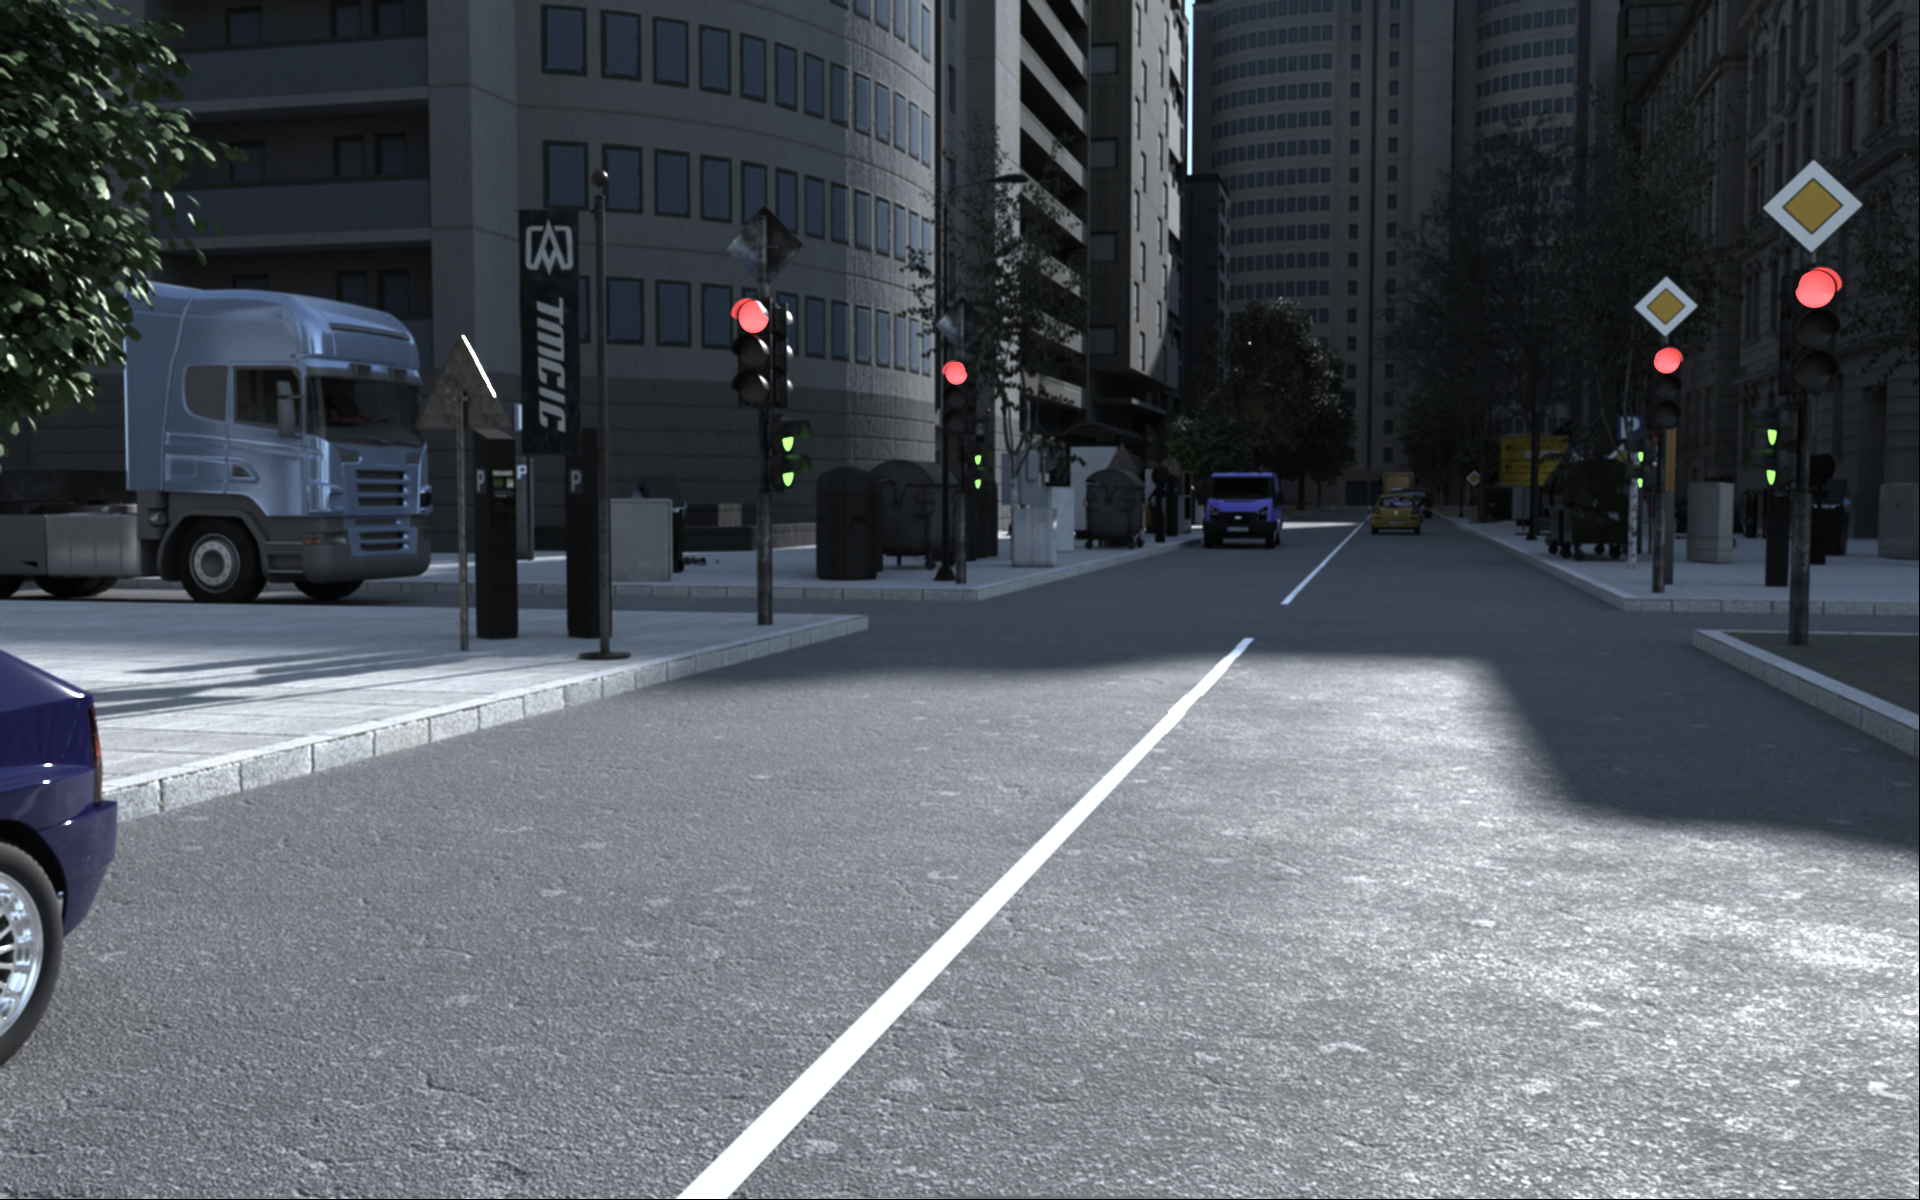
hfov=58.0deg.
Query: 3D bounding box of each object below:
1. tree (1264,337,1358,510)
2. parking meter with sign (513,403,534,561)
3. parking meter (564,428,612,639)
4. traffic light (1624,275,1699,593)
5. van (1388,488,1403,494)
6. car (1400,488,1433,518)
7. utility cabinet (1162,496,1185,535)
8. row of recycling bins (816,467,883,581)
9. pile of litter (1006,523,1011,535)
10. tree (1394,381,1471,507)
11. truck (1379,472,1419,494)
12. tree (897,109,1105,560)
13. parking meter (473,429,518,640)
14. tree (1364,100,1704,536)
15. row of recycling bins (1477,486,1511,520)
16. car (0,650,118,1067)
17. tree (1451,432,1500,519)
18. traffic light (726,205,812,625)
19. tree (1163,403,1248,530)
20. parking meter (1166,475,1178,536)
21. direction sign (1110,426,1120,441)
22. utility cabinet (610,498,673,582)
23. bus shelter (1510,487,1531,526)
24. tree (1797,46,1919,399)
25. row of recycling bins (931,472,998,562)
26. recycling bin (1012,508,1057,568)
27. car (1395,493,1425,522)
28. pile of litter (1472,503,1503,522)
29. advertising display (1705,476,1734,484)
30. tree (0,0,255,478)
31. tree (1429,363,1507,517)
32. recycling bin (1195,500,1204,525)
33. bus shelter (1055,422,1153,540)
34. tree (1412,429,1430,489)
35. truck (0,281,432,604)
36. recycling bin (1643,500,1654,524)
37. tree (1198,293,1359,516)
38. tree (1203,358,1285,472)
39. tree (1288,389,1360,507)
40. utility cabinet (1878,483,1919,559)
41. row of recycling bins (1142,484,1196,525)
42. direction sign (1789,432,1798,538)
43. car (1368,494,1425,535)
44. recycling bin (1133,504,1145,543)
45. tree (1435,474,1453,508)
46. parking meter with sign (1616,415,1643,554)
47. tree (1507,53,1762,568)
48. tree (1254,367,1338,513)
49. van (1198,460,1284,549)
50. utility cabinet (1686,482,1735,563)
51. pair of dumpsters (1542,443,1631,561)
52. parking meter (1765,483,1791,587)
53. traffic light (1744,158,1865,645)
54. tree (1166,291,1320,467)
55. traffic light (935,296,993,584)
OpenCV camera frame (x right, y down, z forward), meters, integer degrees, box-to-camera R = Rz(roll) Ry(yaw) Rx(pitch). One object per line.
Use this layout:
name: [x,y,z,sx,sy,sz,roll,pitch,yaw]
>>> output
tree: [28.018,-14.399,142.073,9.857,13.997,8.962,0,3,0]
parking meter with sign: [-8.636,-2.310,34.033,0.543,3.016,1.738,-2,4,-25]
parking meter: [-3.331,-0.599,15.502,0.399,1.863,0.255,3,5,44]
traffic light: [9.070,-2.049,22.428,0.839,4.253,0.868,1,4,14]
van: [29.949,-6.801,118.214,2.013,2.044,4.112,1,4,13]
car: [27.401,-5.866,104.587,2.281,1.827,5.304,1,4,13]
utility cabinet: [6.727,-2.673,54.865,0.306,1.237,1.020,3,5,40]
row of recycling bins: [-1.749,-1.240,27.386,1.069,1.692,3.534,0,4,0]
pile of litter: [2.219,-2.474,54.422,1.719,0.858,1.176,-1,4,-13]
tree: [46.566,-15.406,170.016,7.486,12.596,7.792,0,3,0]
truck: [38.624,-9.584,152.625,3.469,3.379,9.791,1,4,15]
tree: [0.973,-5.065,33.169,4.360,8.622,3.978,0,3,0]
parking meter: [-4.127,-0.592,15.398,0.255,1.863,0.399,-3,4,-39]
tree: [17.954,-8.781,53.939,12.009,13.543,11.850,0,3,0]
row of recycling bins: [26.583,-4.765,85.023,3.534,1.692,1.069,-3,5,-44]
car: [-3.562,0.576,3.164,1.945,1.354,3.894,1,4,16]
tree: [26.907,-6.448,89.131,4.285,4.588,4.351,0,3,0]
traffic light: [-1.901,-1.712,16.906,0.839,4.253,0.868,1,4,14]
tree: [8.980,-4.844,62.910,4.285,4.588,4.351,0,3,0]
parking meter: [6.437,-2.864,52.533,0.255,1.863,0.399,2,4,30]
direction sign: [5.165,-4.020,57.726,0.379,3.537,0.876,-1,4,-16]
utility cabinet: [-4.744,-0.872,25.418,1.020,1.237,0.306,0,4,-1]
bus shelter: [22.563,-4.521,67.847,2.014,3.302,5.546,1,4,14]
tree: [15.726,-4.712,27.400,4.360,8.622,3.978,0,3,0]
row of recycling bins: [0.071,-1.674,34.486,1.069,1.692,3.534,1,4,10]
recycling bin: [1.317,-1.103,30.593,0.722,1.027,0.722,1,4,9]
car: [22.836,-4.844,88.783,1.945,1.707,3.694,1,4,14]
pile of litter: [24.817,-4.127,81.447,1.176,0.858,1.719,-1,4,-8]
advertising display: [27.741,-3.555,63.339,0.974,1.923,0.123,1,4,20]
tree: [-5.366,-1.525,8.653,4.285,4.588,4.351,0,3,0]
tree: [29.133,-9.047,98.288,4.360,8.622,3.978,0,3,0]
recycling bin: [9.909,-3.702,73.081,0.722,1.027,0.722,1,4,9]
bus shelter: [4.330,-3.504,51.210,2.014,3.302,5.546,1,4,14]
tree: [39.781,-11.799,143.280,4.360,8.622,3.978,0,3,0]
truck: [-15.638,-2.110,24.261,18.799,4.110,2.967,1,4,16]
recycling bin: [30.329,-3.856,75.601,0.722,1.027,0.722,-1,4,-22]
tree: [17.998,-11.147,99.262,9.611,12.733,9.660,0,3,0]
tree: [14.862,-8.538,89.957,4.737,8.622,4.395,0,3,0]
tree: [34.552,-15.211,166.829,7.486,12.596,7.792,0,3,0]
utility cabinet: [18.654,-1.568,34.313,0.318,1.500,1.173,0,4,0]
row of recycling bins: [8.007,-3.961,71.878,3.534,1.692,1.069,1,4,12]
direction sign: [24.255,-3.556,50.141,0.379,3.537,0.876,1,4,15]
car: [15.788,-3.208,62.668,2.015,1.641,3.980,1,4,14]
recycling bin: [4.401,-2.007,45.371,0.722,1.027,0.722,2,4,28]
tree: [44.540,-10.124,160.126,1.663,3.219,1.824,0,3,0]
parking meter with sign: [14.576,-2.530,37.623,0.543,3.016,1.738,1,4,17]
tree: [11.669,-4.864,29.892,4.360,8.622,3.978,0,3,0]
tree: [21.886,-11.792,118.557,9.928,11.665,9.643,0,3,0]
van: [7.766,-2.629,47.376,2.240,2.365,5.245,1,4,13]
utility cabinet: [14.040,-1.451,32.397,0.318,1.500,1.173,0,4,-4]
pair of dumpsters: [12.703,-1.978,34.840,1.574,2.255,4.437,1,4,14]
parking meter: [11.364,-1.122,24.053,0.255,1.863,0.399,1,4,19]
traffic light: [7.139,-1.575,14.679,0.839,4.253,0.868,1,4,14]
tree: [12.954,-8.869,79.422,7.601,10.594,8.767,1,4,9]
traffic light: [0.030,-2.186,24.655,0.839,4.253,0.868,1,4,14]
